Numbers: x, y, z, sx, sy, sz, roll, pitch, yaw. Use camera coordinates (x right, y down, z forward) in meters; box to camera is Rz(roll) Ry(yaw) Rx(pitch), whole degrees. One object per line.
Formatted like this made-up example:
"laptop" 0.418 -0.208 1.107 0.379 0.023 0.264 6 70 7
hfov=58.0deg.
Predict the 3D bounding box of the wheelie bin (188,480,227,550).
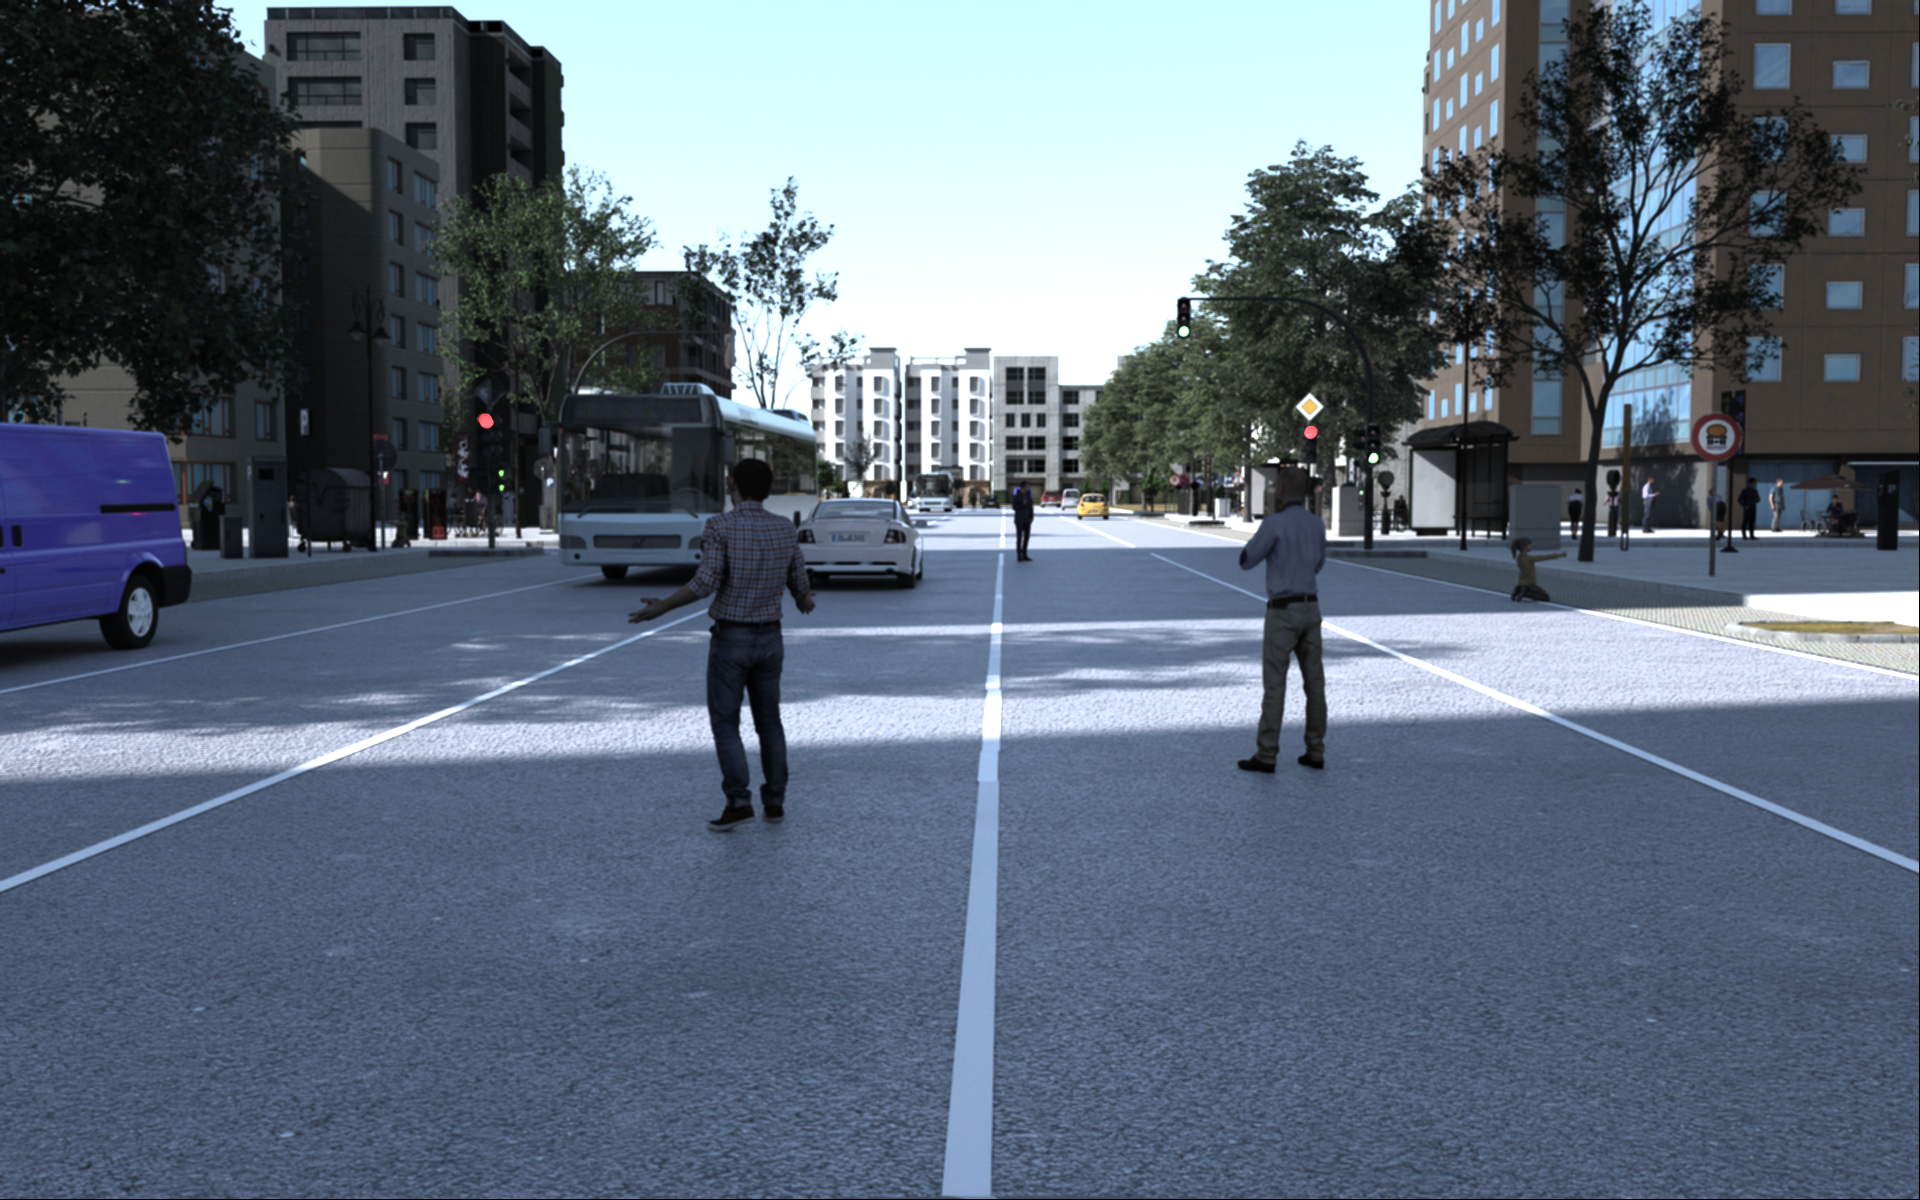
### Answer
"wheelie bin" -17.304 -1.954 39.849 0.980 1.594 0.693 3 5 44

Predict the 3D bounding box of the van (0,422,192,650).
"van" -8.539 -0.611 14.380 2.240 2.365 5.245 0 4 2

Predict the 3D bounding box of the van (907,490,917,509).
"van" -4.064 -9.780 166.916 2.013 2.044 4.112 0 4 3

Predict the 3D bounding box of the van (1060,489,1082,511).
"van" 9.677 -8.781 150.579 2.013 2.044 4.112 0 4 3

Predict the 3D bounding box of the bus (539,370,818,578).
"bus" -4.716 -2.281 32.155 2.948 3.499 13.247 0 4 2

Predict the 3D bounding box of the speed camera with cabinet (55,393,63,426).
"speed camera with cabinet" -16.722 -2.363 32.977 0.660 3.252 2.038 1 4 17

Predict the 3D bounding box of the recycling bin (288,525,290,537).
"recycling bin" -20.341 -2.376 51.404 0.722 1.027 0.722 -3 4 -36

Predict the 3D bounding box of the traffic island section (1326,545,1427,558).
"traffic island section" 9.479 -1.093 40.159 2.009 0.180 2.903 0 4 1

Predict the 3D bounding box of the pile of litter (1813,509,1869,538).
"pile of litter" 25.885 -2.246 50.684 1.176 0.858 1.719 -1 4 -19

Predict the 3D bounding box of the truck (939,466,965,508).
"truck" -0.905 -11.579 178.227 2.839 4.237 11.283 0 4 0

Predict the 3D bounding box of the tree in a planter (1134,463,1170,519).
"tree in a planter" 11.028 -6.264 99.637 1.991 3.239 1.994 0 4 1

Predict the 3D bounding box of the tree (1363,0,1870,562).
"tree" 11.824 -5.988 32.312 8.767 10.594 7.601 1 4 10

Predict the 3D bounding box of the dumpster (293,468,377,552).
"dumpster" -13.957 -2.015 38.697 1.264 1.857 1.865 0 4 2

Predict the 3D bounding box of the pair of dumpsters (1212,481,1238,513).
"pair of dumpsters" 17.887 -7.041 117.609 1.574 2.255 4.437 0 4 1

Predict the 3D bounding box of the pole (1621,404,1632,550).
"pole" 15.142 -2.784 39.362 0.158 3.312 0.155 0 3 0

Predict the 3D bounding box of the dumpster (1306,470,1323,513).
"dumpster" 14.193 -4.135 70.096 1.502 2.255 1.985 0 4 2

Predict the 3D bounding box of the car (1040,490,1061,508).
"car" 9.673 -10.772 184.796 2.281 1.827 5.304 0 4 1

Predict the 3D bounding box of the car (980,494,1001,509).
"car" 2.978 -9.594 166.645 2.009 1.686 4.222 0 3 0

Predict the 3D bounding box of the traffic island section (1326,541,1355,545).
"traffic island section" 9.687 -1.582 48.141 2.009 0.180 2.903 0 4 1

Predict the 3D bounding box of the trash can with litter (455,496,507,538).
"trash can with litter" -14.293 -2.495 51.854 1.678 1.210 2.233 2 4 26

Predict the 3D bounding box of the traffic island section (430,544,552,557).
"traffic island section" -11.015 -1.126 40.695 2.009 0.180 2.903 0 4 1

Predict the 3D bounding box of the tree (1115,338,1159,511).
"tree" 13.770 -11.445 105.250 7.486 12.596 7.792 0 3 0

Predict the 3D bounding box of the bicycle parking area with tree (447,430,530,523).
"bicycle parking area with tree" -20.637 -5.726 80.618 9.016 4.147 8.231 0 4 5

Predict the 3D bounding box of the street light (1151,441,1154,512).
"street light" 13.557 -9.114 121.794 0.468 5.910 1.993 0 4 1

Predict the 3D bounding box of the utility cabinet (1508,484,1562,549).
"utility cabinet" 13.199 -1.902 39.782 1.173 1.500 0.318 -1 4 -15

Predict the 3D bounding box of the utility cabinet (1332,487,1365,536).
"utility cabinet" 11.705 -2.656 52.106 1.173 1.500 0.318 -2 4 -34

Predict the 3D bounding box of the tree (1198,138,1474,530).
"tree" 13.247 -9.488 61.783 9.857 13.997 8.962 0 3 0

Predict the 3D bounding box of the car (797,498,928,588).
"car" -1.578 -0.940 27.735 2.083 1.381 4.827 0 4 1

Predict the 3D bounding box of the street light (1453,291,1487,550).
"street light" 11.549 -4.083 39.547 0.468 5.910 1.993 0 4 1

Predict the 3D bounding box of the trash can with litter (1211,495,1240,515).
"trash can with litter" 16.612 -5.916 107.780 2.233 1.210 1.678 1 4 15

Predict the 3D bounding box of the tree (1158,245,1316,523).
"tree" 13.065 -9.749 77.519 7.486 12.596 7.792 0 3 0

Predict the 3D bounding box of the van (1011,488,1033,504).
"van" 6.429 -10.627 178.134 2.240 2.365 5.245 0 4 0

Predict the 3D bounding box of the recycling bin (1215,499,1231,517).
"recycling bin" 14.558 -5.102 95.974 0.722 1.027 0.722 0 4 -6

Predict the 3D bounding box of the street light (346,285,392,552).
"street light" -13.089 -4.018 38.483 0.468 5.910 1.993 0 4 1

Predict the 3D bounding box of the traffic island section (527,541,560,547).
"traffic island section" -10.807 -1.614 48.678 2.009 0.180 2.903 0 4 1

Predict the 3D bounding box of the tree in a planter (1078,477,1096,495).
"tree in a planter" 13.058 -11.042 177.764 1.991 3.239 1.994 0 4 1

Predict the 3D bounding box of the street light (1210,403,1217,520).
"street light" 12.661 -6.933 86.137 0.468 5.910 1.993 0 4 1

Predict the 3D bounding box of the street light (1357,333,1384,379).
"street light" 11.796 -4.717 49.906 0.468 5.910 1.993 0 4 1

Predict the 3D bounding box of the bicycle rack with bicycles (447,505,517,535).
"bicycle rack with bicycles" -15.349 -2.543 54.968 2.852 0.926 2.925 -3 5 -41

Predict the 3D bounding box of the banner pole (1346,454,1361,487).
"banner pole" 16.272 -4.974 71.335 0.863 3.779 0.401 3 4 37

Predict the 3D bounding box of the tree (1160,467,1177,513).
"tree" 14.004 -7.374 115.173 1.663 3.219 1.824 0 3 0

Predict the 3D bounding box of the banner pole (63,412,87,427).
"banner pole" -26.854 -3.840 52.802 0.401 3.779 0.863 2 4 35

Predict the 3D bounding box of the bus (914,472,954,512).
"bus" -1.977 -8.915 140.614 2.948 3.499 13.247 0 4 1

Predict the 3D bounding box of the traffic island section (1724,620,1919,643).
"traffic island section" 8.885 0.329 17.493 1.991 0.108 1.994 0 4 1

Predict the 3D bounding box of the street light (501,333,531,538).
"street light" -12.755 -4.717 49.918 0.468 5.910 1.993 0 4 1

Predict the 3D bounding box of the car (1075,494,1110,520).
"car" 7.499 -5.357 97.802 2.015 1.641 3.980 0 4 3

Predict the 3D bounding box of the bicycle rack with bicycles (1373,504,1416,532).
"bicycle rack with bicycles" 15.077 -2.826 59.586 2.925 0.926 2.852 -3 4 -38

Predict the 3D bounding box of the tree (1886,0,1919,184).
"tree" 11.250 -4.035 16.331 4.360 8.622 3.978 0 3 0

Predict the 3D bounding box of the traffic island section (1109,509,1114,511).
"traffic island section" 12.352 -7.821 150.741 1.991 0.108 1.994 0 4 1

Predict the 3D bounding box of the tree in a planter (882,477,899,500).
"tree in a planter" -7.135 -11.013 177.281 1.991 3.239 1.994 0 4 1
